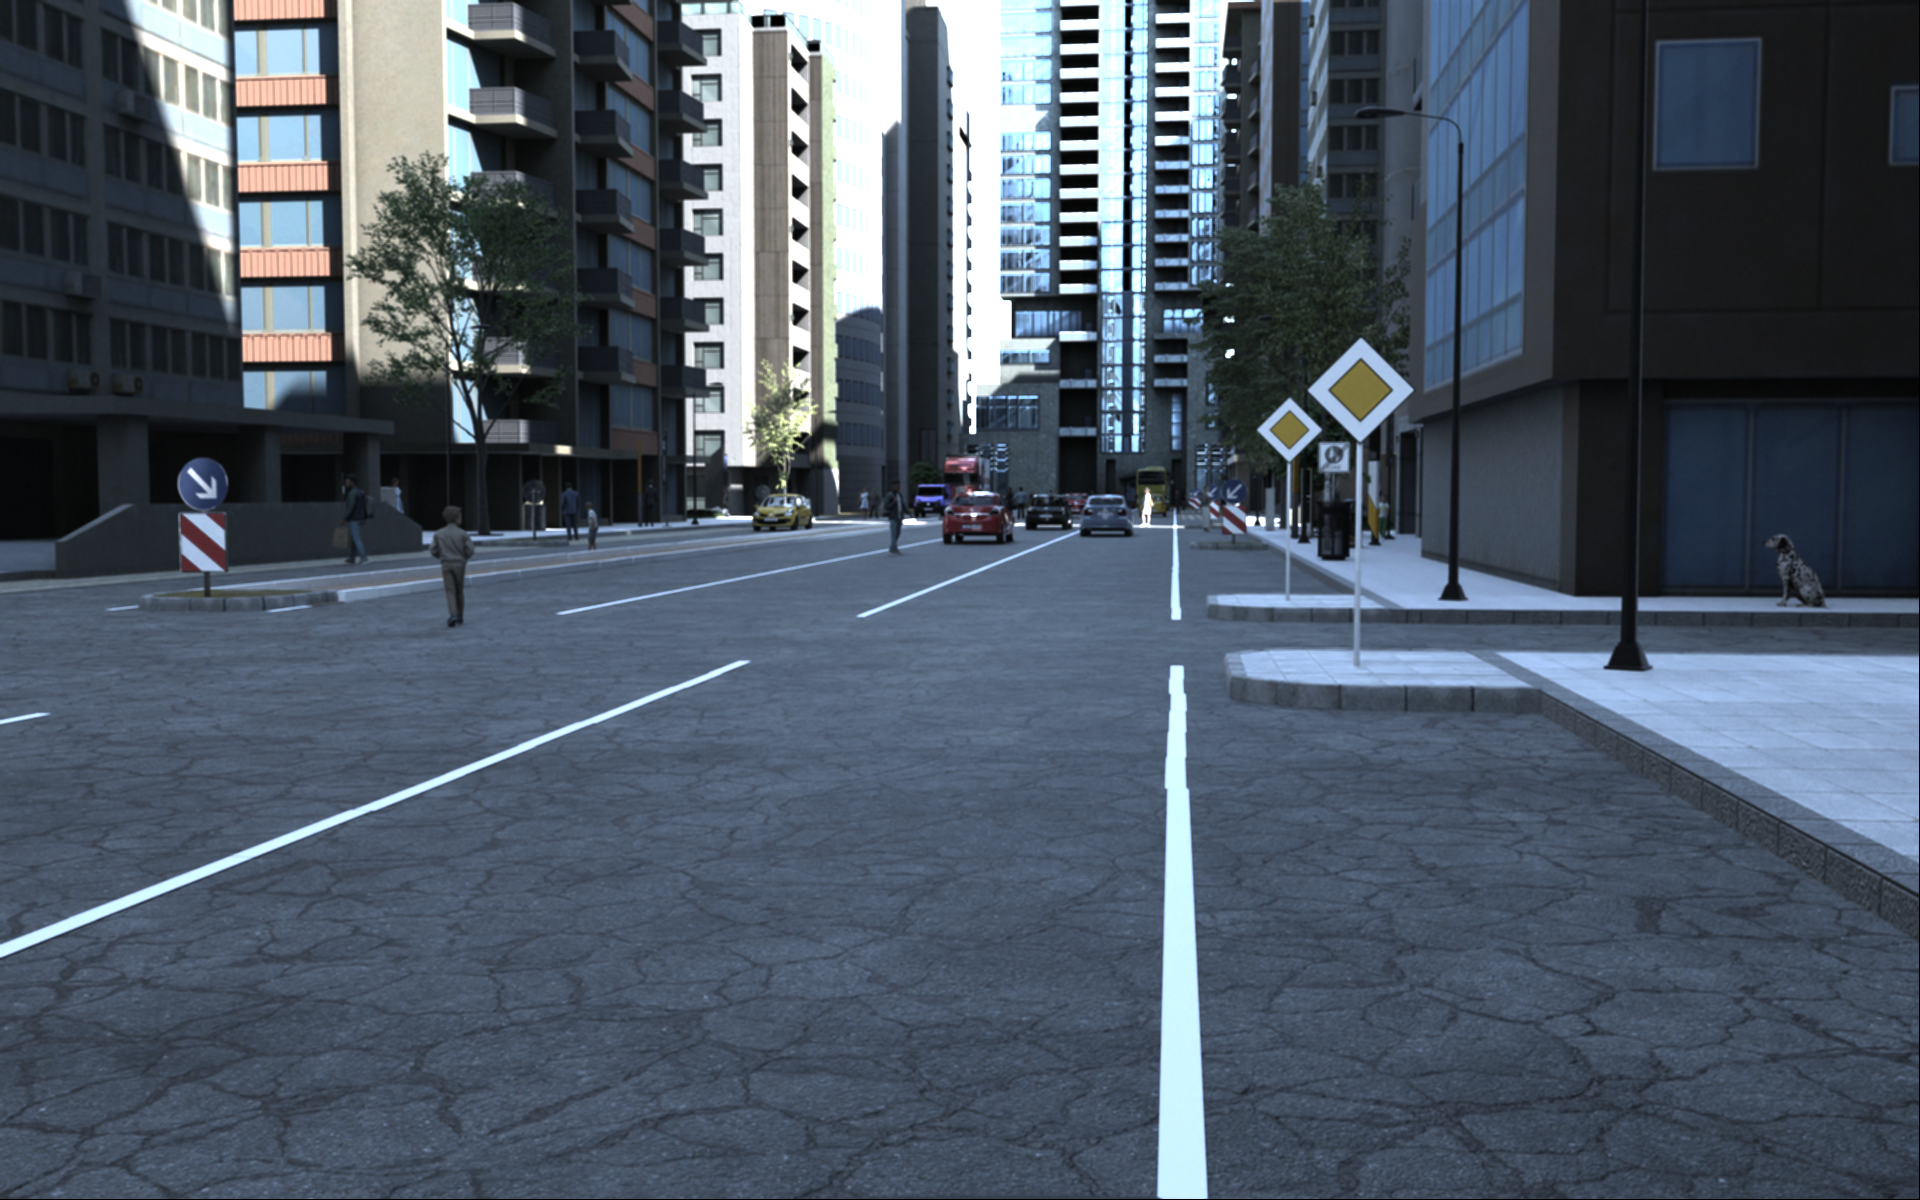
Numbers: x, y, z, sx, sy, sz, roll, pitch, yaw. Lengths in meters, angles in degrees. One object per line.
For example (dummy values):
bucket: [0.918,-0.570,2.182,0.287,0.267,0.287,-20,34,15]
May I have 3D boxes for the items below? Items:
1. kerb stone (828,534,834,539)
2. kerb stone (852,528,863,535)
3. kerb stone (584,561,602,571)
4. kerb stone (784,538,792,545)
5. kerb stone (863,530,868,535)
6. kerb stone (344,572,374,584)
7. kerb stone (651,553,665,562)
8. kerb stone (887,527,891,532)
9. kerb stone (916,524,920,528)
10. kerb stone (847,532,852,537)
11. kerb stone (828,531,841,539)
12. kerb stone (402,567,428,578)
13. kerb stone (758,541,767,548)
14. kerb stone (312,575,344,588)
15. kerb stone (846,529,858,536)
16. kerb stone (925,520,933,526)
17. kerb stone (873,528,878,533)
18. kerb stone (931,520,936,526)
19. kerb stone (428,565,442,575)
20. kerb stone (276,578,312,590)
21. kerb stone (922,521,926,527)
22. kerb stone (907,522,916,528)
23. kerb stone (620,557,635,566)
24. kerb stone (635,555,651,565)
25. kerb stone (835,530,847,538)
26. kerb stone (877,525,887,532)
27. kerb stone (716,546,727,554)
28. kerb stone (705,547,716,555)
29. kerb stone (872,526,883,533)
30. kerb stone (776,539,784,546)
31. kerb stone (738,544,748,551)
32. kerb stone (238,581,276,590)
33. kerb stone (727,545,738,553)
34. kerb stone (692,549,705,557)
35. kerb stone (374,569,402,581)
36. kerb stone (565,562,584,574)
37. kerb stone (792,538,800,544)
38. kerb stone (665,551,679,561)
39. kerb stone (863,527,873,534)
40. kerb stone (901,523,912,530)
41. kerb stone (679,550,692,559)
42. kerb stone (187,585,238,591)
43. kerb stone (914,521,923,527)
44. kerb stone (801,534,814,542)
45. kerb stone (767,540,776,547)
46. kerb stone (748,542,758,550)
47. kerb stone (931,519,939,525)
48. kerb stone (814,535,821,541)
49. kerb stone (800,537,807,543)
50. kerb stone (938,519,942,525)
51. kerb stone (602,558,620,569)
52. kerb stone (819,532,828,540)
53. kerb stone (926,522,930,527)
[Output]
kerb stone: [-4.223,-2.000,54.899,0.120,0.150,1.000,0,4,7]
kerb stone: [-3.588,-2.309,59.980,0.120,0.150,1.000,0,4,7]
kerb stone: [-6.995,-0.633,32.538,0.120,0.150,1.000,0,4,7]
kerb stone: [-4.972,-1.627,48.799,0.120,0.150,1.000,0,4,7]
kerb stone: [-3.460,-2.373,61.001,0.120,0.150,1.000,0,4,7]
kerb stone: [-9.706,-0.338,27.717,0.120,0.150,1.000,0,4,7]
kerb stone: [-6.486,-0.882,36.618,0.120,0.150,1.000,0,4,7]
kerb stone: [-2.825,-2.683,66.077,0.120,0.150,1.000,0,4,7]
kerb stone: [-1.944,-3.119,73.194,0.120,0.150,1.000,0,4,7]
kerb stone: [-3.838,-2.186,57.945,0.120,0.150,1.000,0,4,7]
kerb stone: [-4.090,-2.062,55.913,0.120,0.150,1.000,0,4,7]
kerb stone: [-9.449,-0.463,29.758,0.120,0.150,1.000,0,4,7]
kerb stone: [-5.353,-1.440,45.756,0.120,0.150,1.000,0,4,7]
kerb stone: [-9.834,-0.276,26.701,0.120,0.150,1.000,0,4,7]
kerb stone: [-3.705,-2.249,58.959,0.120,0.150,1.000,0,4,7]
kerb stone: [-1.446,-3.367,77.253,0.120,0.150,1.000,0,4,7]
kerb stone: [-3.205,-2.498,63.033,0.120,0.150,1.000,0,4,7]
kerb stone: [-1.317,-3.430,78.268,0.120,0.150,1.000,0,4,7]
kerb stone: [-9.327,-0.524,30.776,0.120,0.150,1.000,0,4,7]
kerb stone: [-9.957,-0.213,25.686,0.120,0.150,1.000,0,4,7]
kerb stone: [-1.698,-3.243,75.224,0.120,0.150,1.000,0,4,7]
kerb stone: [-2.076,-3.054,72.180,0.120,0.150,1.000,0,4,7]
kerb stone: [-6.746,-0.757,34.580,0.120,0.150,1.000,0,4,7]
kerb stone: [-6.608,-0.820,35.602,0.120,0.150,1.000,0,4,7]
kerb stone: [-3.965,-2.124,56.928,0.120,0.150,1.000,0,4,7]
kerb stone: [-2.960,-2.622,65.063,0.120,0.150,1.000,0,4,7]
kerb stone: [-5.855,-1.193,41.697,0.120,0.150,1.000,0,4,7]
kerb stone: [-5.984,-1.127,40.683,0.120,0.150,1.000,0,4,7]
kerb stone: [-3.085,-2.560,64.049,0.120,0.150,1.000,0,4,7]
kerb stone: [-5.102,-1.565,47.785,0.120,0.150,1.000,0,4,7]
kerb stone: [-5.610,-1.317,43.727,0.120,0.150,1.000,0,4,7]
kerb stone: [-10.089,-0.150,24.656,0.120,0.150,1.000,0,4,7]
kerb stone: [-5.725,-1.255,42.711,0.120,0.150,1.000,0,4,7]
kerb stone: [-6.104,-1.069,39.668,0.120,0.150,1.000,0,4,7]
kerb stone: [-9.579,-0.400,28.744,0.120,0.150,1.000,0,4,7]
kerb stone: [-7.114,-0.570,31.523,0.120,0.150,1.000,0,4,7]
kerb stone: [-4.851,-1.689,49.818,0.120,0.150,1.000,0,4,7]
kerb stone: [-6.358,-0.944,37.632,0.120,0.150,1.000,0,4,7]
kerb stone: [-3.337,-2.436,62.020,0.120,0.150,1.000,0,4,7]
kerb stone: [-2.206,-2.995,71.161,0.120,0.150,1.000,0,4,7]
kerb stone: [-6.234,-1.007,38.653,0.120,0.150,1.000,0,4,7]
kerb stone: [-10.213,-0.088,23.641,0.120,0.150,1.000,0,4,7]
kerb stone: [-1.817,-3.181,74.208,0.120,0.150,1.000,0,4,7]
kerb stone: [-4.595,-1.814,51.846,0.120,0.150,1.000,0,4,7]
kerb stone: [-5.222,-1.503,46.769,0.120,0.150,1.000,0,4,7]
kerb stone: [-5.473,-1.379,44.740,0.120,0.150,1.000,0,4,7]
kerb stone: [-1.181,-3.492,79.283,0.120,0.150,1.000,0,4,7]
kerb stone: [-4.468,-1.870,52.864,0.120,0.150,1.000,0,4,7]
kerb stone: [-4.718,-1.750,50.832,0.120,0.150,1.000,0,4,7]
kerb stone: [-1.071,-3.554,80.300,0.120,0.150,1.000,0,4,7]
kerb stone: [-6.861,-0.688,33.560,0.120,0.150,1.000,0,4,7]
kerb stone: [-4.338,-1.938,53.880,0.120,0.150,1.000,0,4,7]
kerb stone: [-1.574,-3.305,76.238,0.120,0.150,1.000,0,4,7]
